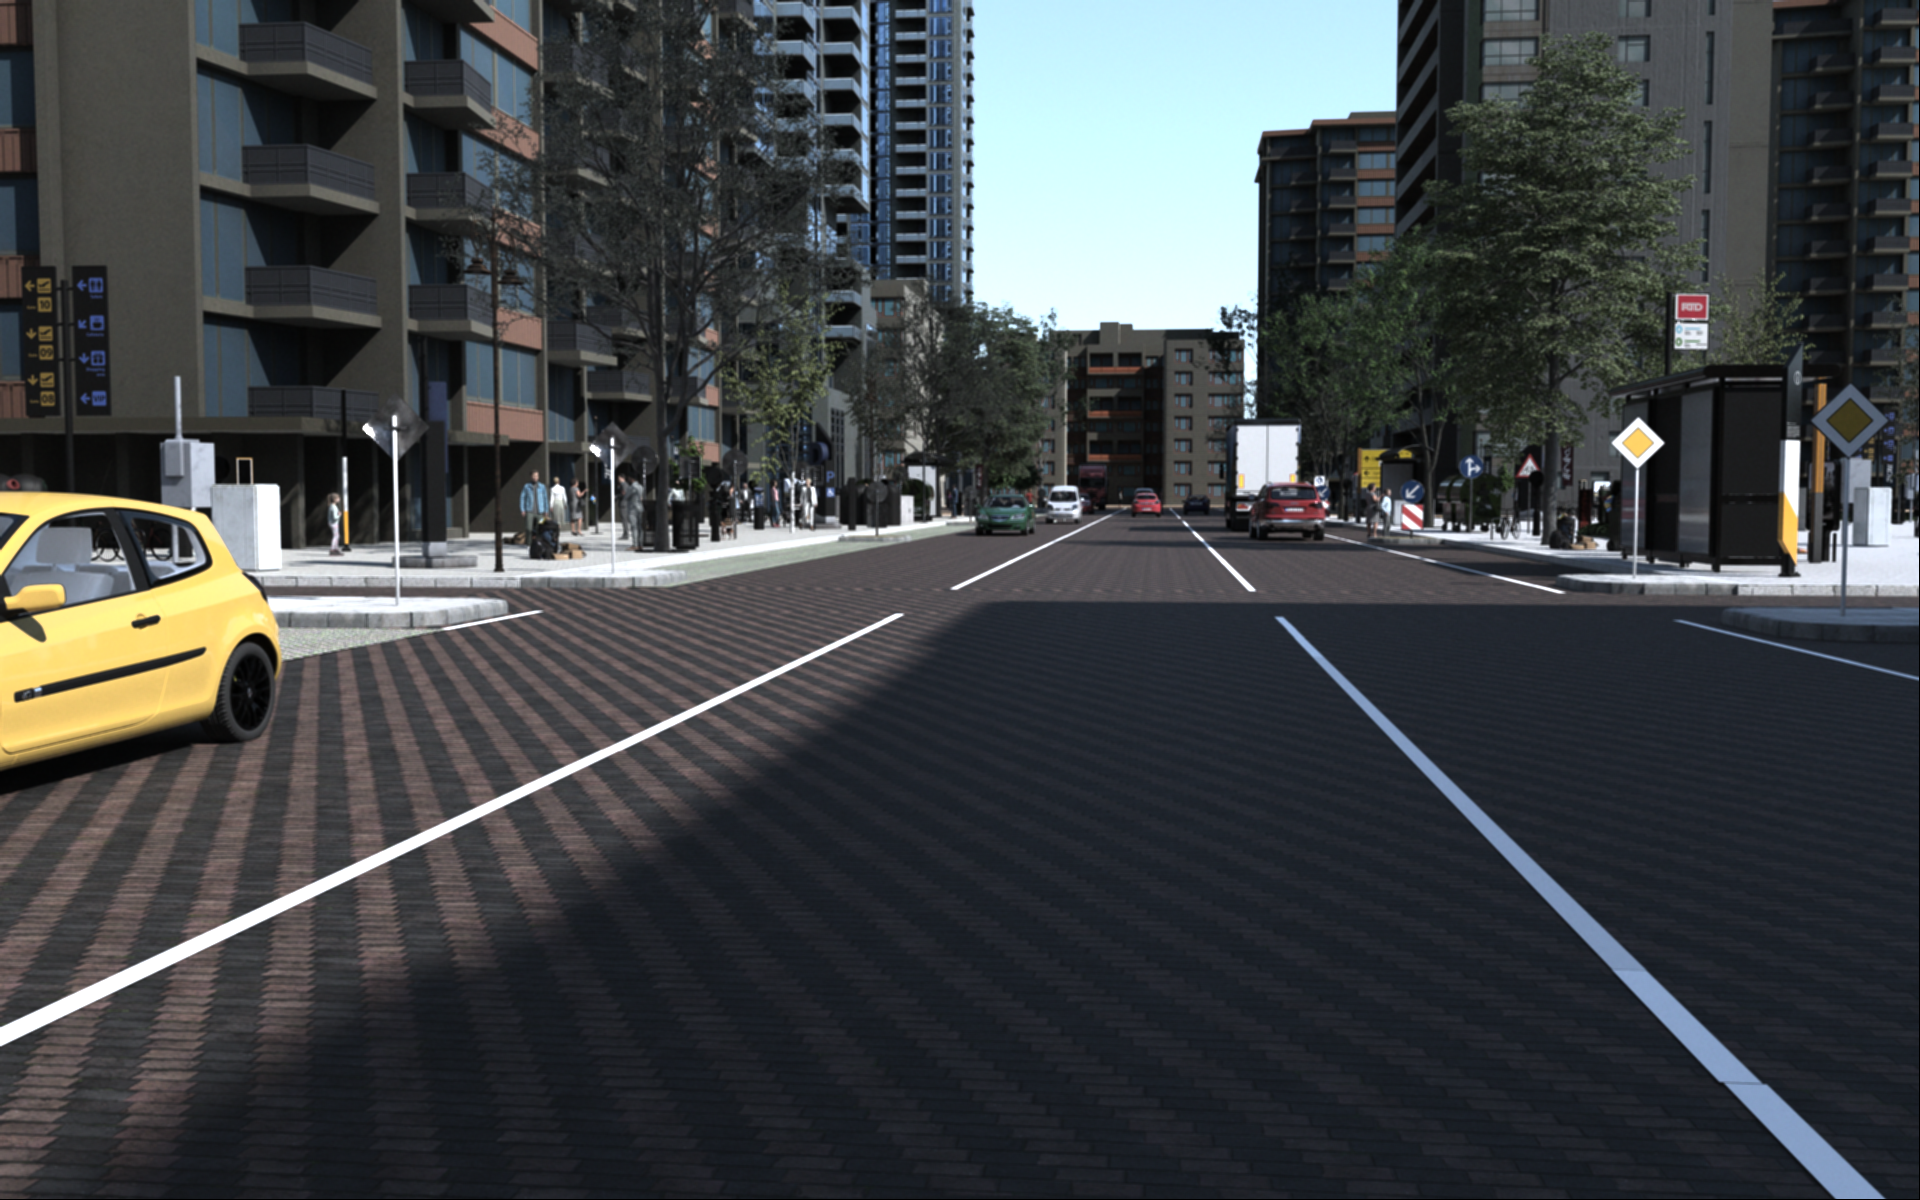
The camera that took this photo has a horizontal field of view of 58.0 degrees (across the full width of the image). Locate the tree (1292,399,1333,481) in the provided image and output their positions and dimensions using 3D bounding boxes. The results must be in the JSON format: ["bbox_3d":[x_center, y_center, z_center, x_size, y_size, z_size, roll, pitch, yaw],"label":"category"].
[{"bbox_3d":[23.807,-10.371,119.922,4.737,8.622,4.395,0,3,0],"label":"tree"}]

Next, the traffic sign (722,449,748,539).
[{"bbox_3d":[-6.412,-3.009,49.310,0.768,2.556,0.104,1,4,10],"label":"traffic sign"}]

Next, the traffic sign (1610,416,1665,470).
[{"bbox_3d":[10.197,-1.460,26.053,0.795,2.593,0.064,0,4,6],"label":"traffic sign"}]

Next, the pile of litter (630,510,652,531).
[{"bbox_3d":[-10.939,-2.836,60.326,1.176,0.858,1.719,1,4,13],"label":"pile of litter"}]

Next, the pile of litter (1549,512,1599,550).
[{"bbox_3d":[14.468,-1.631,40.626,1.719,0.858,1.176,-3,4,-39],"label":"pile of litter"}]

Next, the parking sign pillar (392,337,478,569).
[{"bbox_3d":[-9.257,-2.566,30.421,1.447,3.967,1.447,-1,4,-16],"label":"parking sign pillar"}]

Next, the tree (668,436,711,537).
[{"bbox_3d":[-8.023,-3.532,52.342,1.663,3.219,1.824,0,3,0],"label":"tree"}]

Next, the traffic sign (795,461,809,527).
[{"bbox_3d":[-6.092,-4.080,66.807,0.768,2.556,0.104,1,4,10],"label":"traffic sign"}]

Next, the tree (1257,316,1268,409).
[{"bbox_3d":[18.965,-9.825,86.397,9.928,11.665,9.643,0,3,0],"label":"tree"}]

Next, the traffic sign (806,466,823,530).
[{"bbox_3d":[-5.231,-3.678,62.261,0.606,2.300,0.079,1,4,9],"label":"traffic sign"}]

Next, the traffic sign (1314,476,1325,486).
[{"bbox_3d":[20.364,-5.874,98.170,0.606,2.300,0.079,1,4,8],"label":"traffic sign"}]

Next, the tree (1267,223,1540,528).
[{"bbox_3d":[17.860,-8.542,65.418,9.928,11.665,9.643,0,3,0],"label":"tree"}]

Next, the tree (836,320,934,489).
[{"bbox_3d":[-3.440,-7.528,73.443,4.360,8.622,3.978,0,3,0],"label":"tree"}]

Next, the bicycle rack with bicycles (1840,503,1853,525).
[{"bbox_3d":[36.854,-3.568,71.725,2.852,0.926,2.925,1,4,17],"label":"bicycle rack with bicycles"}]

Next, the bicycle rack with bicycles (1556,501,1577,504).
[{"bbox_3d":[30.170,-4.446,86.068,2.852,0.926,2.925,0,4,0],"label":"bicycle rack with bicycles"}]

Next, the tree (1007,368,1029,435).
[{"bbox_3d":[-1.304,-11.269,94.618,12.009,13.543,11.850,0,3,0],"label":"tree"}]

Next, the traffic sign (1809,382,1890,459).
[{"bbox_3d":[9.300,-0.974,18.119,0.795,2.593,0.064,0,4,6],"label":"traffic sign"}]

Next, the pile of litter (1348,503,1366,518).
[{"bbox_3d":[21.628,-4.946,94.827,1.719,0.858,1.176,1,4,9],"label":"pile of litter"}]

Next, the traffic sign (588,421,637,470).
[{"bbox_3d":[-5.595,-1.570,27.853,0.795,2.593,0.064,0,4,6],"label":"traffic sign"}]

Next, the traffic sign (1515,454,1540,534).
[{"bbox_3d":[18.321,-3.410,55.757,0.884,2.594,0.081,1,4,11],"label":"traffic sign"}]

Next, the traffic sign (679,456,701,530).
[{"bbox_3d":[-7.259,-2.716,46.542,0.606,2.300,0.079,1,4,13],"label":"traffic sign"}]

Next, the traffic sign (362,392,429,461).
[{"bbox_3d":[-6.492,-1.084,19.918,0.795,2.593,0.064,0,4,6],"label":"traffic sign"}]

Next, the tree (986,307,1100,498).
[{"bbox_3d":[7.979,-19.689,177.806,12.611,20.169,13.585,0,3,0],"label":"tree"}]

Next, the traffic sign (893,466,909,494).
[{"bbox_3d":[-2.711,-4.819,78.903,0.768,2.556,0.104,1,4,15],"label":"traffic sign"}]

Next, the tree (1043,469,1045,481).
[{"bbox_3d":[5.097,-9.638,141.287,4.285,4.588,4.351,0,3,0],"label":"tree"}]

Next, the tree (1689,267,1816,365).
[{"bbox_3d":[25.205,-6.440,55.649,4.737,8.622,4.395,0,3,0],"label":"tree"}]

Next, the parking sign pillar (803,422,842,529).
[{"bbox_3d":[-5.127,-4.649,64.485,1.447,3.967,1.447,-2,4,-32],"label":"parking sign pillar"}]

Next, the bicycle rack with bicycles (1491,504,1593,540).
[{"bbox_3d":[16.230,-2.168,48.836,2.852,0.926,2.925,2,4,28],"label":"bicycle rack with bicycles"}]

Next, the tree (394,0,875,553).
[{"bbox_3d":[-6.402,-7.786,37.666,12.009,13.543,11.850,0,3,0],"label":"tree"}]

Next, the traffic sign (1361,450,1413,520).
[{"bbox_3d":[19.129,-5.130,77.742,2.265,3.308,0.079,1,4,10],"label":"traffic sign"}]

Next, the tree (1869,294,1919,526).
[{"bbox_3d":[33.829,-6.737,60.506,4.360,8.622,3.978,0,3,0],"label":"tree"}]

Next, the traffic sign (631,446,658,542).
[{"bbox_3d":[-8.367,-2.801,45.899,0.768,2.556,0.104,1,4,15],"label":"traffic sign"}]

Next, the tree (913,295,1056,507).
[{"bbox_3d":[1.682,-12.586,112.435,9.857,13.997,8.962,0,3,0],"label":"tree"}]

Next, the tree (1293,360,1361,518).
[{"bbox_3d":[19.984,-8.825,94.654,4.360,8.622,3.978,0,3,0],"label":"tree"}]

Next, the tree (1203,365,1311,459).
[{"bbox_3d":[28.155,-15.444,162.871,12.009,13.543,11.850,0,3,0],"label":"tree"}]

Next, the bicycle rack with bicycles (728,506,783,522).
[{"bbox_3d":[-9.668,-4.105,80.496,2.925,0.926,2.852,0,4,3],"label":"bicycle rack with bicycles"}]

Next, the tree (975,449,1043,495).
[{"bbox_3d":[2.660,-8.470,122.190,4.285,4.588,4.351,0,3,0],"label":"tree"}]

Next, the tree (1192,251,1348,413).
[{"bbox_3d":[24.909,-17.240,137.763,12.611,20.169,13.585,0,3,0],"label":"tree"}]

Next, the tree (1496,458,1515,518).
[{"bbox_3d":[29.381,-6.075,93.921,1.663,3.219,1.824,0,3,0],"label":"tree"}]

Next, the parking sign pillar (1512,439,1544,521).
[{"bbox_3d":[26.919,-5.714,81.891,1.447,3.967,1.447,3,5,41],"label":"parking sign pillar"}]

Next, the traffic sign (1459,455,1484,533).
[{"bbox_3d":[16.613,-3.438,56.310,0.768,2.556,0.104,1,4,13],"label":"traffic sign"}]

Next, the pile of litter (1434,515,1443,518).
[{"bbox_3d":[25.862,-4.771,91.973,1.176,0.858,1.719,0,4,-4],"label":"pile of litter"}]

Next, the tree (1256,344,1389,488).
[{"bbox_3d":[21.663,-10.445,105.183,8.767,10.594,7.601,-1,4,-18],"label":"tree"}]

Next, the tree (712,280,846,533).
[{"bbox_3d":[-5.722,-6.517,56.921,4.737,8.622,4.395,0,3,0],"label":"tree"}]

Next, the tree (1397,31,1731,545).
[{"bbox_3d":[14.806,-7.622,42.751,7.486,12.596,7.792,0,3,0],"label":"tree"}]

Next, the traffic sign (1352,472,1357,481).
[{"bbox_3d":[22.653,-6.010,98.370,0.768,2.556,0.104,1,4,10],"label":"traffic sign"}]
